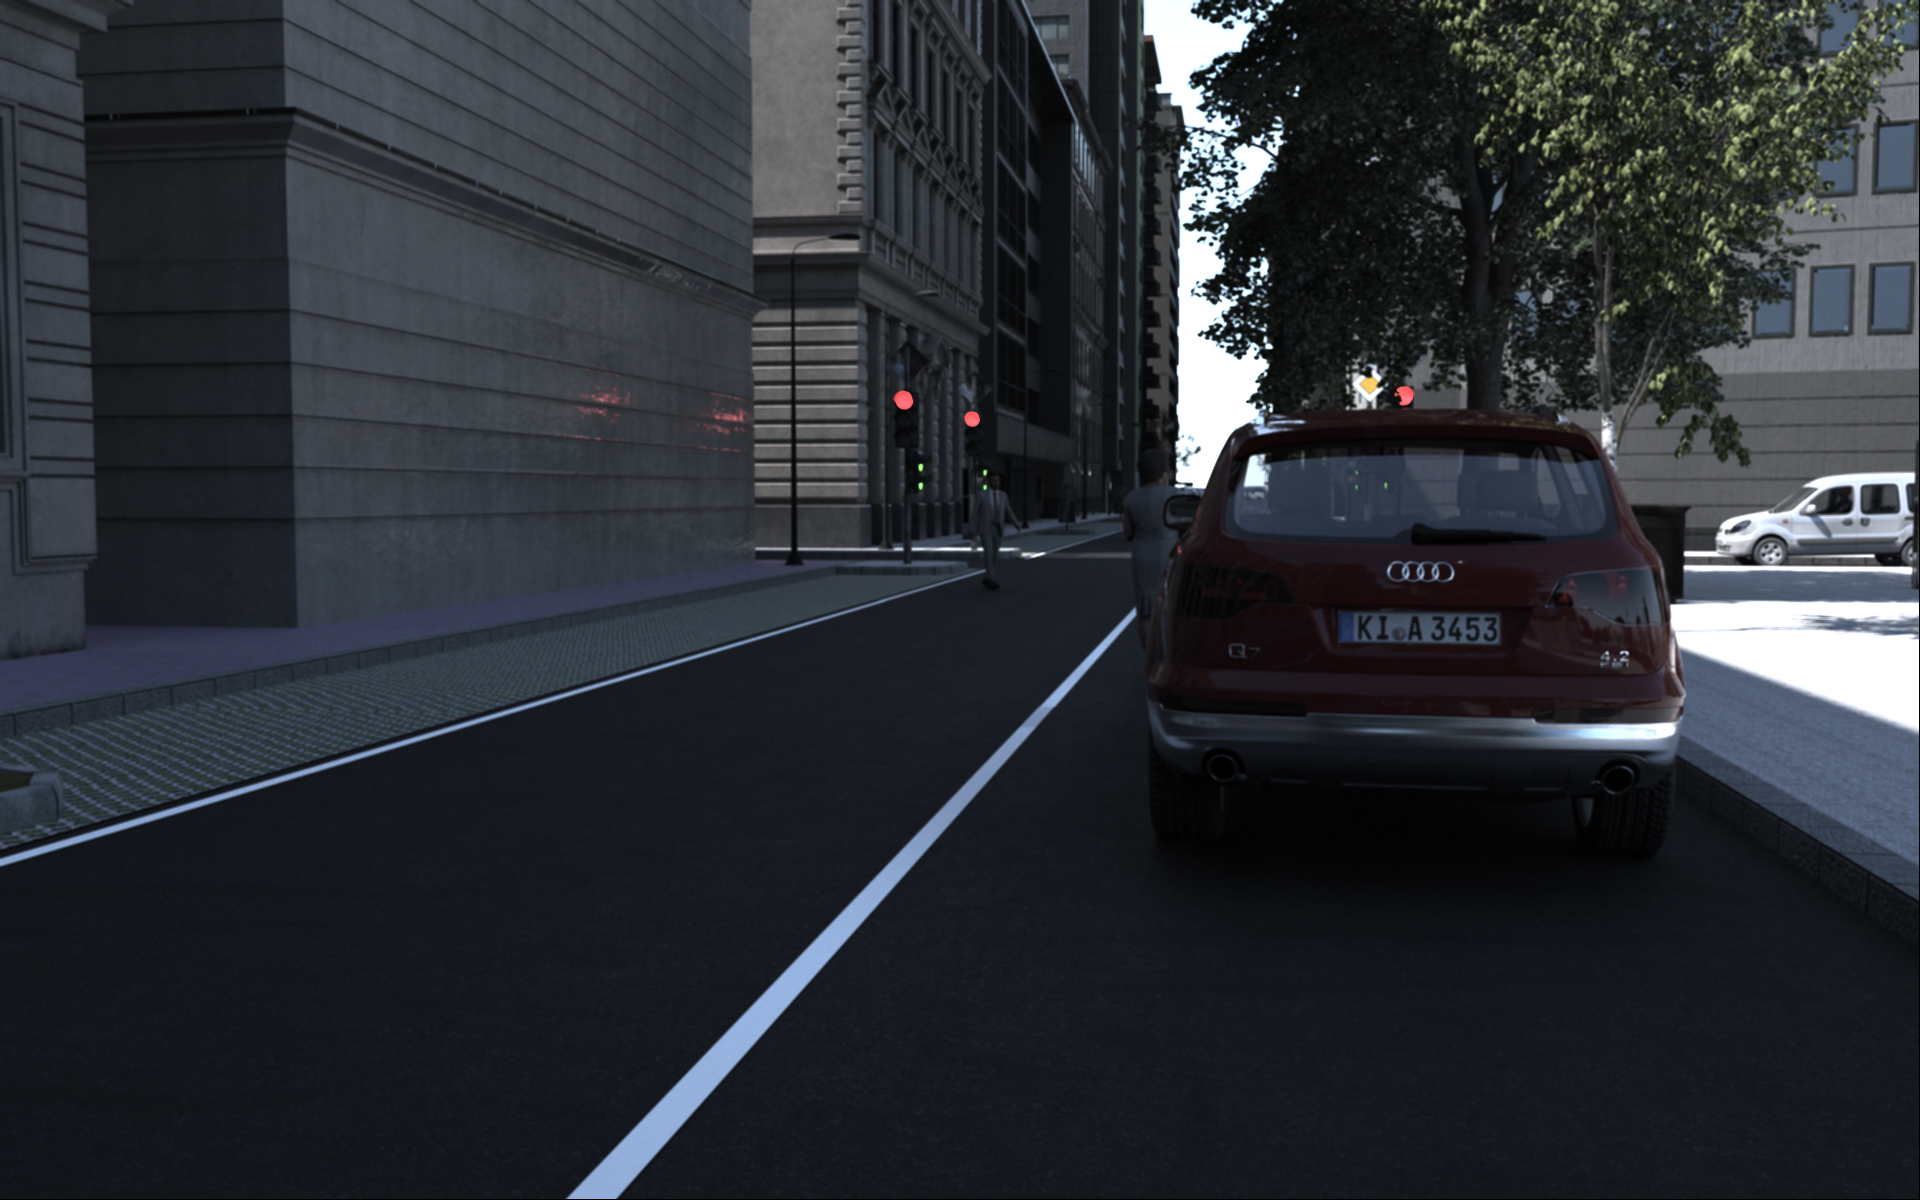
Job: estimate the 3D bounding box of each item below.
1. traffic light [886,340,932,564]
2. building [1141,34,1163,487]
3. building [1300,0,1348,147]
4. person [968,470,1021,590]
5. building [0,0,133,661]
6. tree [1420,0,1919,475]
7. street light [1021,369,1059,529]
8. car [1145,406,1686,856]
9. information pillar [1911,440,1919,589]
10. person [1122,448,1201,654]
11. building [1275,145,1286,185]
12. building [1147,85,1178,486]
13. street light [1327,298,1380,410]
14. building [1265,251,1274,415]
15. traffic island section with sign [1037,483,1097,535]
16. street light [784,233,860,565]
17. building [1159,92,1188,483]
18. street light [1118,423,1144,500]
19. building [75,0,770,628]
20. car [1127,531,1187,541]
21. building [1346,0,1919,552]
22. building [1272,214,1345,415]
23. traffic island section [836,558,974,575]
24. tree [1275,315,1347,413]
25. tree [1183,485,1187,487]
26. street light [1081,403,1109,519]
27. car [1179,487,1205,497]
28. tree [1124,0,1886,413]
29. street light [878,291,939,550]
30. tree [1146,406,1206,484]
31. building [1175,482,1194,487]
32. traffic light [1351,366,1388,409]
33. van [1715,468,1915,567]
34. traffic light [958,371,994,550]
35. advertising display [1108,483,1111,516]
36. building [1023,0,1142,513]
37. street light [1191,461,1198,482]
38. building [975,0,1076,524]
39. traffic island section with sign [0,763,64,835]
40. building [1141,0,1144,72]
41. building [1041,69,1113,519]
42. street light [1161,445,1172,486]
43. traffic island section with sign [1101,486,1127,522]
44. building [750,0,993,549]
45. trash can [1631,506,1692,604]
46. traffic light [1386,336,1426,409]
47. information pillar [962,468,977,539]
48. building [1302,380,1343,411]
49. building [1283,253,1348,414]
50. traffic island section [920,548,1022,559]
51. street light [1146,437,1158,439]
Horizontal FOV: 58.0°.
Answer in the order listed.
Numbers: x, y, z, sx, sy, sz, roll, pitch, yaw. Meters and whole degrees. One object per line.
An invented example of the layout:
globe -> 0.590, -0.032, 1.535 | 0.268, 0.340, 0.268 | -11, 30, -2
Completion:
traffic light -> -0.948, -2.617, 31.703 | 0.839, 4.253, 0.868 | 1, 4, 9
building -> 7.773, -31.227, 165.189 | 22.147, 44.769, 28.867 | 1, 4, 9
building -> 42.461, -45.017, 174.277 | 20.563, 71.187, 20.611 | 1, 4, 9
person -> 0.485, -1.059, 26.086 | 0.678, 1.792, 0.850 | -2, 4, -24
building -> -13.670, -10.315, 4.809 | 11.583, 22.565, 21.152 | 1, 4, 9
tree -> 6.123, -3.986, 15.526 | 4.737, 8.622, 4.395 | 0, 3, 0
street light -> 2.965, -5.616, 64.364 | 1.470, 5.913, 1.316 | 1, 4, 9
car -> 2.091, 0.009, 8.532 | 2.281, 1.827, 5.304 | 1, 4, 11
information pillar -> 13.079, -1.156, 23.390 | 0.304, 2.012, 0.304 | 1, 4, 17
person -> 1.626, -0.274, 13.342 | 0.716, 1.782, 0.532 | 1, 4, 21
building -> 52.065, -36.910, 227.178 | 21.300, 48.544, 21.600 | 1, 4, 9
building -> 14.985, -35.784, 208.769 | 21.300, 48.544, 21.600 | 1, 4, 9
street light -> 9.158, -4.144, 40.288 | 1.470, 5.913, 1.316 | 1, 4, 9
building -> 55.705, -36.550, 252.220 | 22.147, 44.769, 28.867 | 1, 4, 9
traffic island section with sign -> 3.805, -3.207, 61.063 | 1.989, 1.847, 2.006 | 1, 4, 9
street light -> -2.459, -3.577, 31.021 | 1.470, 5.913, 1.316 | 1, 4, 9
building -> 15.787, -39.418, 233.721 | 28.713, 52.752, 27.495 | 1, 4, 9
street light -> 11.337, -8.751, 115.616 | 1.470, 5.913, 1.316 | 1, 4, 9
building -> -26.217, -15.319, 26.875 | 44.131, 29.872, 17.030 | 1, 4, 9
car -> 6.270, -2.617, 54.582 | 2.131, 1.459, 4.920 | 1, 4, 9
building -> 25.315, -30.770, 45.081 | 28.212, 58.520, 21.231 | 1, 4, 9
building -> 35.825, -23.691, 159.046 | 14.160, 30.474, 14.107 | 1, 4, 9
traffic island section -> -0.986, -0.585, 31.844 | 2.009, 0.180, 2.903 | 1, 4, 9
tree -> 14.892, -7.291, 69.570 | 4.360, 8.622, 3.978 | 0, 3, 0
tree -> 35.639, -16.975, 272.139 | 1.663, 3.219, 1.824 | 0, 3, 0
street light -> 6.904, -7.091, 88.481 | 1.470, 5.913, 1.316 | 1, 4, 9
car -> 11.779, -4.872, 88.326 | 2.281, 1.827, 5.304 | 1, 4, 9
tree -> 7.091, -7.110, 22.896 | 9.857, 13.997, 8.962 | 0, 3, 0
street light -> -1.173, -4.115, 39.823 | 1.470, 5.913, 1.316 | 1, 4, 9
tree -> 21.782, -15.174, 182.503 | 8.767, 10.594, 7.601 | 1, 4, 13
building -> 18.809, -34.726, 259.647 | 32.217, 40.220, 23.993 | 1, 4, 9
traffic light -> 8.992, -3.013, 38.188 | 0.839, 4.253, 0.868 | 1, 4, 9
van -> 16.984, -1.637, 33.769 | 4.112, 2.044, 2.013 | 1, 4, 10
traffic light -> 0.343, -3.099, 39.583 | 0.839, 4.253, 0.868 | 1, 4, 9
advertising display -> 8.662, -5.815, 100.289 | 0.123, 1.923, 0.974 | 0, 4, 8
building -> 5.247, -26.792, 121.641 | 14.154, 41.232, 14.086 | 1, 4, 9
street light -> 32.550, -16.685, 245.338 | 1.470, 5.913, 1.316 | 1, 4, 9
building -> -3.479, -15.657, 75.055 | 14.314, 24.678, 30.058 | 1, 4, 9
traffic island section with sign -> -5.004, 0.084, 7.247 | 1.989, 1.847, 2.006 | 1, 4, 9
building -> 3.512, -31.584, 140.102 | 21.300, 48.544, 21.600 | 1, 4, 9
building -> 1.844, -18.638, 102.000 | 12.463, 27.353, 25.104 | 1, 4, 9
street light -> 19.303, -11.731, 164.340 | 1.470, 5.913, 1.316 | 1, 4, 9
traffic island section with sign -> 8.228, -4.856, 88.028 | 1.989, 1.847, 2.006 | 1, 4, 9
building -> -5.560, -13.508, 49.739 | 11.050, 23.489, 19.941 | 1, 4, 9
trash can -> 8.175, -0.531, 20.330 | 0.748, 1.137, 0.748 | 0, 3, 0
traffic light -> 7.701, -2.531, 30.307 | 0.839, 4.253, 0.868 | 1, 4, 9
information pillar -> 0.272, -2.732, 49.156 | 0.304, 2.012, 0.304 | -3, 5, -45
building -> 29.964, -47.508, 89.423 | 22.319, 86.520, 31.000 | 1, 4, 9
building -> 39.939, -17.851, 136.900 | 27.650, 21.520, 28.899 | 1, 4, 9
traffic island section -> 0.305, -1.067, 39.724 | 2.009, 0.180, 2.903 | 1, 4, 9
street light -> 15.322, -10.272, 140.480 | 1.470, 5.913, 1.316 | 1, 4, 9
